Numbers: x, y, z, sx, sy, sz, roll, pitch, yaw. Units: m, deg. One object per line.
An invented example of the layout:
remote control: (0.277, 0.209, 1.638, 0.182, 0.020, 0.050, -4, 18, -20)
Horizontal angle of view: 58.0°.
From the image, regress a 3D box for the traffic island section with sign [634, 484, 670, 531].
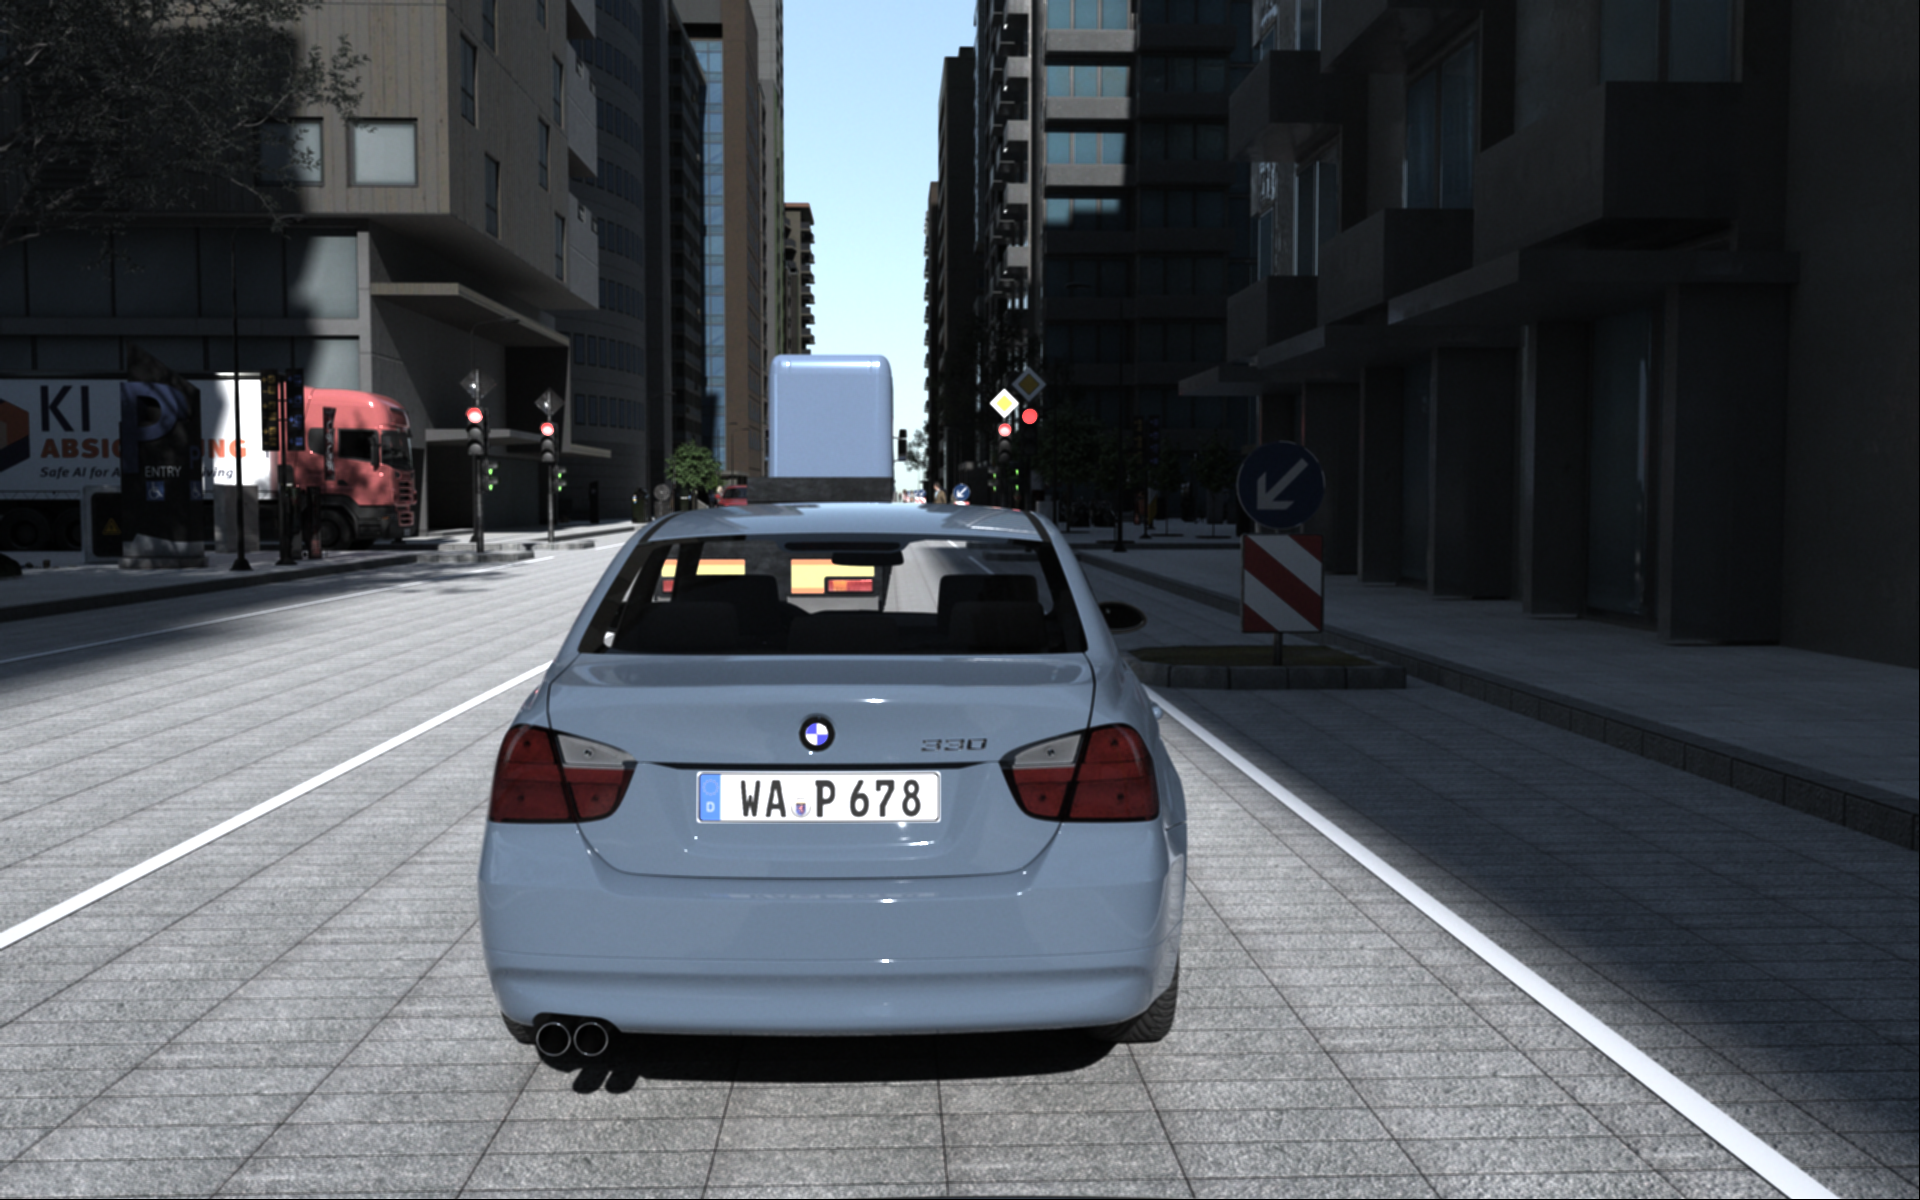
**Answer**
traffic island section with sign: (-11.796, -3.671, 68.652, 1.989, 1.847, 2.006, 0, 4, -2)

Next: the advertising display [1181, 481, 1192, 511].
advertising display: (11.121, -4.889, 85.147, 0.123, 1.923, 0.974, -1, 4, -20)

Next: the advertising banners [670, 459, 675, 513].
advertising banners: (-14.102, -5.429, 84.960, 0.090, 3.025, 2.074, 0, 4, -1)

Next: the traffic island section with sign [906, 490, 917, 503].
traffic island section with sign: (-3.293, -8.362, 145.345, 1.989, 1.847, 2.006, 0, 4, -2)

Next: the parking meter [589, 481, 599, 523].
parking meter: (-16.003, -4.282, 75.717, 0.399, 1.863, 0.255, 0, 4, -1)

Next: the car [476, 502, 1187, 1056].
car: (-0.320, 0.378, 5.817, 2.014, 1.417, 4.499, 0, 4, -1)

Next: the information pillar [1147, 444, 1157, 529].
information pillar: (7.015, -4.390, 63.139, 0.183, 3.616, 0.504, 3, 4, 38)

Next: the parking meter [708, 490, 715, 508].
parking meter: (-14.724, -5.767, 102.704, 0.372, 1.533, 0.369, 0, 3, 0)

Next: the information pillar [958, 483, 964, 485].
information pillar: (0.067, -6.504, 110.832, 0.304, 2.012, 0.304, 2, 4, 33)

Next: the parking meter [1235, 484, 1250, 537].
parking meter: (8.550, -2.852, 52.335, 0.399, 1.863, 0.255, -1, 4, -19)

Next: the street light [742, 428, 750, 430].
street light: (-15.538, -9.164, 122.365, 1.470, 5.913, 1.316, 0, 4, -2)

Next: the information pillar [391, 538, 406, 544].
information pillar: (-14.480, -3.266, 44.750, 0.504, 3.616, 0.183, 1, 4, 22)

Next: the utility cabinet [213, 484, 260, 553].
utility cabinet: (-15.798, -1.785, 37.859, 0.318, 1.500, 1.173, 1, 4, 12)

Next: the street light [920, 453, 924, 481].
street light: (-3.734, -13.723, 196.913, 1.470, 5.913, 1.316, 0, 4, -2)

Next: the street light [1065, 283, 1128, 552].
street light: (3.008, -4.020, 38.262, 1.470, 5.913, 1.316, 0, 4, -2)

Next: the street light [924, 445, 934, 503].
street light: (-2.359, -11.652, 163.058, 1.470, 5.913, 1.316, 0, 4, -2)

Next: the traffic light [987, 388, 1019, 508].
traffic light: (1.160, -3.503, 46.189, 0.839, 4.253, 0.868, 0, 4, -2)

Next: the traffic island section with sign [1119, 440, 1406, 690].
traffic island section with sign: (2.247, -0.306, 13.630, 1.989, 1.847, 2.006, 0, 4, -2)

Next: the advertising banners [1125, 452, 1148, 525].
advertising banners: (7.405, -4.648, 72.180, 0.090, 3.025, 2.074, -2, 4, -26)

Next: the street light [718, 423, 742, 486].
street light: (-15.130, -8.563, 112.548, 1.470, 5.913, 1.316, 0, 4, -2)

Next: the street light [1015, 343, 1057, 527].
street light: (2.386, -4.943, 53.361, 1.470, 5.913, 1.316, 0, 4, -2)

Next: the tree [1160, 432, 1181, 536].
tree: (6.443, -3.572, 53.000, 1.663, 3.219, 1.824, 0, 3, 0)

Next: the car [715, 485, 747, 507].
car: (-8.663, -3.742, 69.852, 2.281, 1.827, 5.304, 0, 4, -1)

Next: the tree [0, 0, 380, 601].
tree: (-12.204, -6.708, 20.042, 12.009, 13.543, 11.850, 0, 3, 0)

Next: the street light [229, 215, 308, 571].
street light: (-11.552, -3.452, 28.980, 1.470, 5.913, 1.316, 0, 4, -2)

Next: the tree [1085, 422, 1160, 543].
tree: (3.968, -3.106, 45.388, 1.663, 3.219, 1.824, 0, 3, 0)

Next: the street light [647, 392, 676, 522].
street light: (-13.683, -6.528, 79.276, 1.470, 5.913, 1.316, 0, 4, -2)

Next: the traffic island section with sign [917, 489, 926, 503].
traffic island section with sign: (-1.220, -5.350, 96.103, 1.989, 1.847, 2.006, 0, 4, -2)

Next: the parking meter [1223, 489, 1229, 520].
parking meter: (13.015, -4.688, 85.061, 0.372, 1.533, 0.369, 0, 3, 0)

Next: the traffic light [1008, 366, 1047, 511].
traffic light: (1.495, -3.015, 38.211, 0.839, 4.253, 0.868, 0, 4, -2)

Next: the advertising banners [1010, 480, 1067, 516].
advertising banners: (2.884, -4.180, 64.527, 2.074, 3.025, 0.090, 0, 4, -1)

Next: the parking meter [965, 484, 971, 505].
parking meter: (0.458, -5.750, 99.726, 0.255, 1.863, 0.399, -1, 4, -10)

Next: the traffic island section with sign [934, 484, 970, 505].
traffic island section with sign: (-0.074, -3.672, 68.659, 1.989, 1.847, 2.006, 0, 4, -2)

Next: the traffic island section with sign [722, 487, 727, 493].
traffic island section with sign: (-12.929, -5.318, 95.583, 1.989, 1.847, 2.006, 0, 4, -2)

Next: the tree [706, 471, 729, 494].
tree: (-16.648, -7.476, 116.833, 1.663, 3.219, 1.824, 0, 3, 0)

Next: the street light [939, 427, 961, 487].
street light: (-0.500, -9.060, 120.677, 1.470, 5.913, 1.316, 0, 4, -2)

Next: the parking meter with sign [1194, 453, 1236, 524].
parking meter with sign: (10.901, -4.748, 73.893, 1.738, 3.016, 0.543, 0, 4, -1)

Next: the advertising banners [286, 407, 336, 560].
advertising banners: (-12.786, -2.325, 34.200, 0.090, 3.025, 2.074, 0, 4, 7)

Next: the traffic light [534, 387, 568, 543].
traffic light: (-10.790, -3.471, 45.673, 0.839, 4.253, 0.868, 0, 4, -2)

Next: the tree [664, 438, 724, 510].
tree: (-15.434, -7.136, 100.390, 4.285, 4.588, 4.351, 0, 3, 0)

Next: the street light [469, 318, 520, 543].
street light: (-12.277, -4.474, 45.699, 1.470, 5.913, 1.316, 0, 4, -2)

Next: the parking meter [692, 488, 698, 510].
parking meter: (-17.122, -6.487, 111.768, 0.255, 1.863, 0.399, -3, 4, -37)

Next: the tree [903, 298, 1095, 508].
tree: (2.278, -9.010, 81.724, 8.767, 10.594, 7.601, 1, 4, 11)

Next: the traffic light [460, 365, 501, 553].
traffic light: (-10.455, -2.983, 37.695, 0.839, 4.253, 0.868, 0, 4, -2)

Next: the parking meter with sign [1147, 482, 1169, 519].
parking meter with sign: (9.969, -5.727, 89.899, 1.738, 3.016, 0.543, -1, 4, -15)

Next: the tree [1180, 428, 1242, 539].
tree: (7.517, -3.411, 50.374, 1.663, 3.219, 1.824, 0, 3, 0)

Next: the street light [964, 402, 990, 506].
street light: (0.917, -7.008, 87.123, 1.470, 5.913, 1.316, 0, 4, -2)

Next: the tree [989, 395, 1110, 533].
tree: (3.677, -4.514, 57.521, 4.285, 4.588, 4.351, 0, 3, 0)

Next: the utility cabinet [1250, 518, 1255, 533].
utility cabinet: (9.347, -2.744, 56.029, 0.306, 1.237, 1.020, 2, 4, 25)

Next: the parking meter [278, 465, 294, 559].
parking meter: (-13.285, -1.741, 34.173, 0.255, 1.863, 0.399, -2, 4, -29)
